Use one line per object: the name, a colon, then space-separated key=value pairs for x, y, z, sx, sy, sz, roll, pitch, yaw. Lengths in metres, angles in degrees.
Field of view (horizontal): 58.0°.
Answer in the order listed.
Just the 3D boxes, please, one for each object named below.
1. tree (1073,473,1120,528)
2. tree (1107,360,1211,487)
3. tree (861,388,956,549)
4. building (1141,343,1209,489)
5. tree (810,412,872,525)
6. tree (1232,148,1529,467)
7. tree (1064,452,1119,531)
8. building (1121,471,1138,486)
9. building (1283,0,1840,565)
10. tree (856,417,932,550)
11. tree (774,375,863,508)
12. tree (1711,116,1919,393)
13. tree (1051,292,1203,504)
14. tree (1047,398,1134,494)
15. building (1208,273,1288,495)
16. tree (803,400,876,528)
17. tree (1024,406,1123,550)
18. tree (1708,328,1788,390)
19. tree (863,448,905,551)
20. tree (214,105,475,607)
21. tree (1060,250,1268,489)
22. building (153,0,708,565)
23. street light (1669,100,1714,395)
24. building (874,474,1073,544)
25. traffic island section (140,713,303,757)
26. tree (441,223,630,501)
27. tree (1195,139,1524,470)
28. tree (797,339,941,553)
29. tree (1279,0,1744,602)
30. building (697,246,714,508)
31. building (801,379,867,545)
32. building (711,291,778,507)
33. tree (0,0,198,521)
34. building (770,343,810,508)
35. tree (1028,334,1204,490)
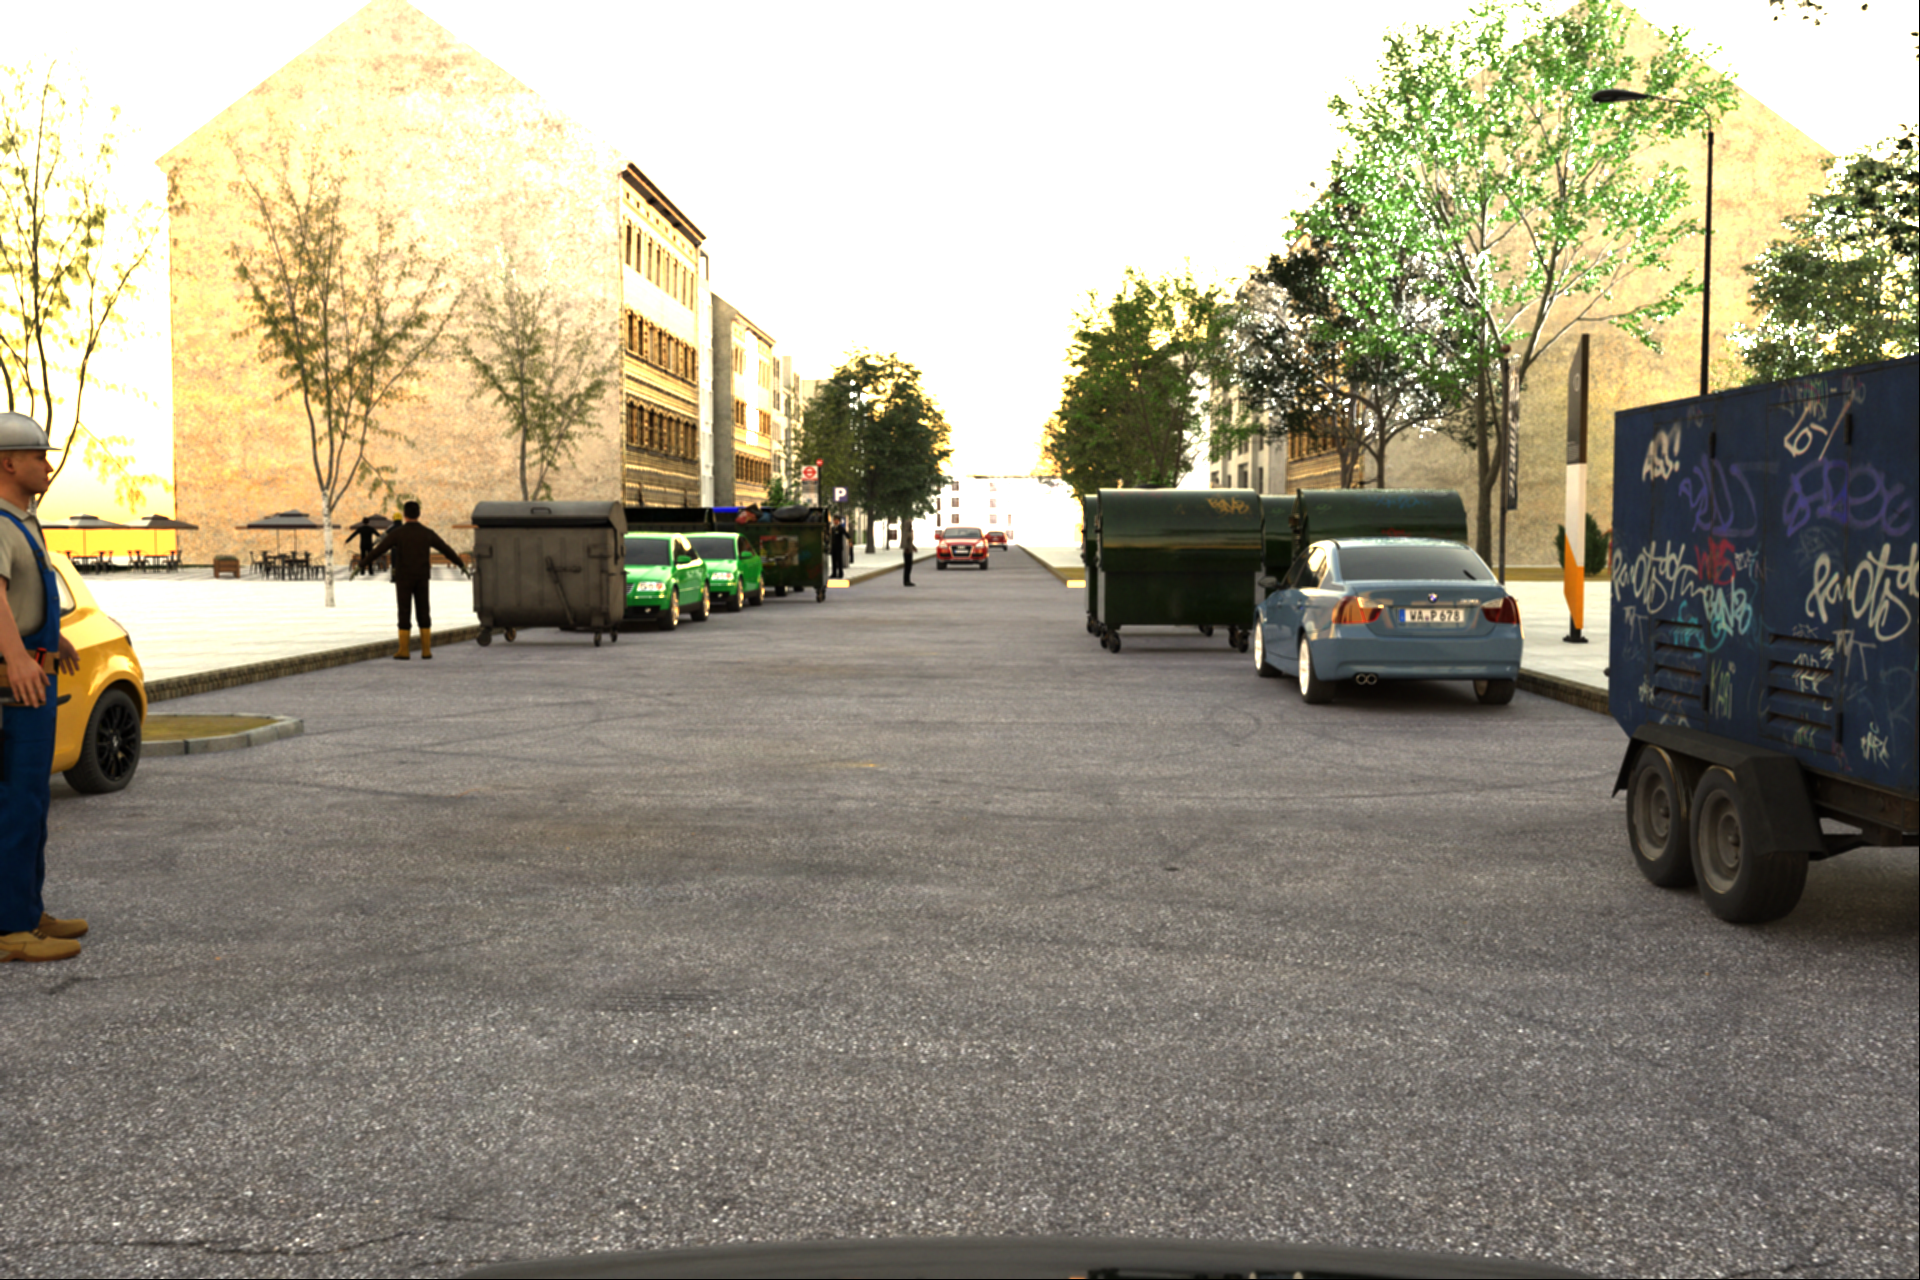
tree: x=10.228 y=-11.219 z=133.794 sx=4.737 sy=8.622 sz=4.395 roll=0 pitch=3 yaw=0
tree: x=7.802 y=-7.503 z=73.029 sx=4.360 sy=8.622 sz=3.978 roll=0 pitch=3 yaw=0
tree: x=-5.042 y=-14.931 z=150.771 sx=9.857 sy=13.997 sz=8.962 roll=0 pitch=3 yaw=0
building: x=27.281 y=-18.509 z=169.077 sx=16.747 sy=18.905 sz=31.486 roll=0 pitch=4 yaw=1
tree: x=-6.667 y=-9.319 z=102.732 sx=4.360 sy=8.622 sz=3.978 roll=0 pitch=3 yaw=0
tree: x=10.146 y=-6.601 z=42.334 sx=7.601 sy=10.594 sz=8.767 roll=1 pitch=4 yaw=13
tree: x=9.729 y=-10.585 z=123.420 sx=4.737 sy=8.622 sz=4.395 roll=0 pitch=3 yaw=0
building: x=28.520 y=-22.654 z=201.317 sx=19.493 sy=23.208 sz=18.063 roll=0 pitch=4 yaw=1
building: x=25.791 y=-15.178 z=79.082 sx=19.493 sy=23.208 sz=18.063 roll=0 pitch=4 yaw=1
tree: x=-5.941 y=-12.487 z=138.567 sx=8.767 sy=10.594 sz=7.601 roll=1 pitch=4 yaw=15
tree: x=-6.836 y=-8.004 z=81.224 sx=4.737 sy=8.622 sz=4.395 roll=0 pitch=3 yaw=0
tree: x=27.864 y=-8.913 z=52.389 sx=9.857 sy=13.997 sz=8.962 roll=0 pitch=3 yaw=0
tree: x=7.760 y=-9.974 z=81.208 sx=7.486 sy=12.596 sz=7.792 roll=0 pitch=3 yaw=0
tree: x=9.327 y=-11.553 z=114.646 sx=9.928 sy=11.665 sz=9.643 roll=0 pitch=3 yaw=0
building: x=28.378 y=-15.858 z=125.733 sx=16.747 sy=18.905 sz=31.486 roll=0 pitch=4 yaw=1
tree: x=-5.997 y=-8.811 z=94.421 sx=4.360 sy=8.622 sz=3.978 roll=0 pitch=3 yaw=0
tree: x=10.384 y=-14.292 z=144.038 sx=12.009 sy=13.543 sz=11.850 roll=0 pitch=3 yaw=0
tree: x=28.820 y=-6.882 z=62.878 sx=4.737 sy=8.622 sz=4.395 roll=0 pitch=3 yaw=0
tree: x=-5.853 y=-11.081 z=131.543 sx=4.360 sy=8.622 sz=3.978 roll=0 pitch=3 yaw=0
tree: x=-11.287 y=-4.901 z=30.497 sx=4.360 sy=8.622 sz=3.978 roll=0 pitch=3 yaw=0
tree: x=7.800 y=-8.509 z=64.885 sx=9.928 sy=11.665 sz=9.643 roll=0 pitch=3 yaw=0
building: x=-22.737 y=-15.190 z=79.281 sx=19.493 sy=23.208 sz=18.063 roll=0 pitch=4 yaw=1
street light: x=8.374 y=-2.792 z=18.198 sx=1.470 sy=5.913 sz=1.316 roll=0 pitch=4 yaw=1
building: x=1.919 y=-18.196 z=242.101 sx=28.070 sy=9.664 sz=9.099 roll=0 pitch=4 yaw=-2
traffic island section: x=-5.754 y=0.660 z=12.068 sx=1.991 sy=0.108 sz=1.994 roll=0 pitch=4 yaw=1
tree: x=-10.755 y=-5.605 z=41.999 sx=4.360 sy=8.622 sz=3.978 roll=0 pitch=3 yaw=0
tree: x=11.941 y=-8.735 z=53.180 sx=12.009 sy=13.543 sz=11.850 roll=0 pitch=3 yaw=0
tree: x=-5.865 y=-12.725 z=114.716 sx=9.857 sy=13.997 sz=8.962 roll=0 pitch=3 yaw=0
tree: x=10.084 y=-6.529 z=32.506 sx=9.928 sy=11.665 sz=9.643 roll=0 pitch=3 yaw=0
building: x=-21.776 y=-15.083 z=103.022 sx=16.016 sy=20.090 sz=11.380 roll=0 pitch=4 yaw=1
building: x=-20.464 y=-21.212 z=213.278 sx=16.747 sy=18.905 sz=31.486 roll=0 pitch=4 yaw=1
building: x=-24.297 y=-18.092 z=126.726 sx=19.493 sy=23.208 sz=18.063 roll=0 pitch=4 yaw=2
tree: x=-11.505 y=-4.347 z=21.435 sx=4.360 sy=8.622 sz=3.978 roll=0 pitch=3 yaw=0
building: x=-24.962 y=-18.639 z=171.211 sx=16.747 sy=18.905 sz=31.486 roll=0 pitch=4 yaw=1
tree: x=9.241 y=-11.696 z=101.604 sx=12.009 sy=13.543 sz=11.850 roll=0 pitch=3 yaw=0
